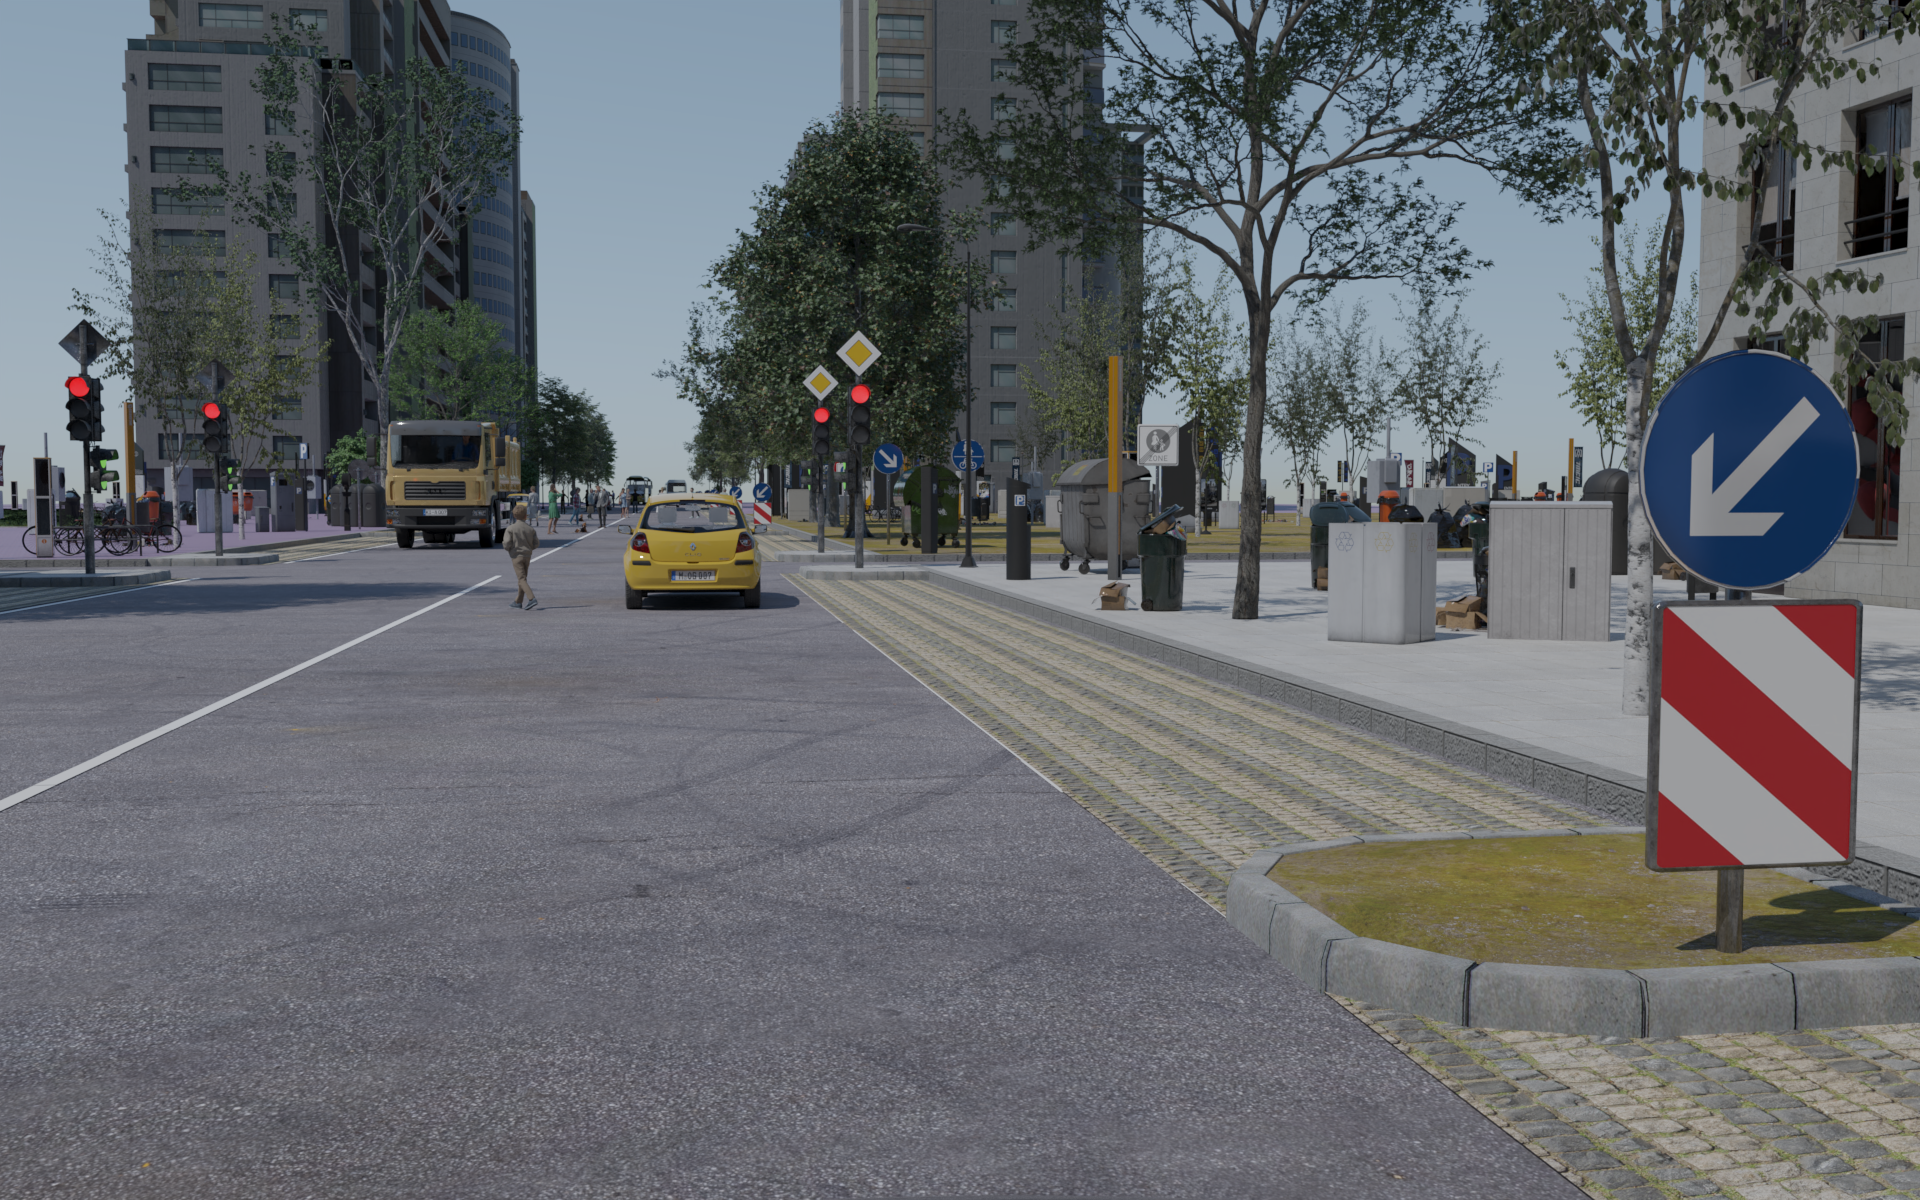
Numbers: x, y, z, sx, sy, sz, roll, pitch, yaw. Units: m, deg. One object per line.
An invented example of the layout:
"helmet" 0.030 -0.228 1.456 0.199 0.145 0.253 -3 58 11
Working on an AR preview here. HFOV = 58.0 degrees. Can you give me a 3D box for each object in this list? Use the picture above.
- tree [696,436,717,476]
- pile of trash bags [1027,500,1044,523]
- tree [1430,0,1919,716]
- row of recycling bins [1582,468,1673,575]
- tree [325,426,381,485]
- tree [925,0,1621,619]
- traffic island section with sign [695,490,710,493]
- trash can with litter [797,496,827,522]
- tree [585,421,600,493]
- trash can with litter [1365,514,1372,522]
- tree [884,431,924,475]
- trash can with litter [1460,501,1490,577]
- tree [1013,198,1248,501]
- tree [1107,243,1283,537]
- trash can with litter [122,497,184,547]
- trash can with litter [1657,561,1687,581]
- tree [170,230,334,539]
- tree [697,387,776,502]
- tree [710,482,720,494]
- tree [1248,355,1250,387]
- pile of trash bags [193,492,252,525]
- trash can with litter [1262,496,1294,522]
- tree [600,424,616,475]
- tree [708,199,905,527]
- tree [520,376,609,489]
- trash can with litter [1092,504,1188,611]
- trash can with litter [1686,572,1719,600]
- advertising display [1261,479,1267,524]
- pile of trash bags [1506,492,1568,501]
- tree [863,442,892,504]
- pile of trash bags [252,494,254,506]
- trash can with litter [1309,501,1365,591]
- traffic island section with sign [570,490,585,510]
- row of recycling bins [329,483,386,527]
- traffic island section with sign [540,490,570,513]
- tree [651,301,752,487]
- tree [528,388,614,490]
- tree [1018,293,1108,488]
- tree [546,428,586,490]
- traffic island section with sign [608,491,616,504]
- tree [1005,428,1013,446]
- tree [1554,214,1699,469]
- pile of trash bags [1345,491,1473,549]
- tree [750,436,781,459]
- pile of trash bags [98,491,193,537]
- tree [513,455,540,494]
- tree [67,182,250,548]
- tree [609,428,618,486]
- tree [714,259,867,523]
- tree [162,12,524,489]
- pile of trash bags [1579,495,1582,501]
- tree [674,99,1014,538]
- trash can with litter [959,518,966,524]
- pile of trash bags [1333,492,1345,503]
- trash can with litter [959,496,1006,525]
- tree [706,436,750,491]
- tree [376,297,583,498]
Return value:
"tree" -35.847 -20.247 256.789 9.928 11.665 9.643 0 3 0
"pile of trash bags" 3.975 -4.210 78.585 3.447 1.369 1.912 3 5 42
"tree" 3.897 -3.623 9.592 4.360 8.622 3.978 0 3 0
"row of recycling bins" 11.763 -1.255 27.634 3.534 1.692 1.069 0 3 0
"tree" -28.914 -6.119 83.765 4.285 4.588 4.351 0 3 0
"tree" 3.277 -5.085 17.559 7.601 10.594 8.767 -1 4 -13
"traffic island section with sign" -23.858 -9.447 163.086 1.989 1.847 2.006 -1 4 -9
"trash can with litter" -6.800 -4.281 81.054 2.233 1.210 1.678 -3 5 -39
"tree" -31.923 -11.891 120.167 9.928 11.665 9.643 0 3 0
"trash can with litter" 6.234 -0.934 26.654 0.624 1.170 1.055 -3 4 -39
"tree" -3.546 -9.864 111.642 4.737 8.622 4.395 0 3 0
"trash can with litter" 8.286 -0.936 26.683 1.055 1.170 0.624 -2 4 -28
"tree" 3.990 -5.583 41.653 4.360 8.622 3.978 0 3 0
"tree" 7.366 -6.195 51.657 4.737 8.622 4.395 0 3 0
"trash can with litter" -20.071 -1.967 43.225 1.678 1.210 2.233 1 4 10
"trash can with litter" 10.770 -0.872 25.639 0.624 1.170 1.055 -1 4 -20
"tree" -20.103 -6.007 48.570 4.737 8.622 4.395 0 3 0
"tree" -13.811 -11.239 118.168 8.767 10.594 7.601 0 4 -4
"tree" -34.248 -15.296 244.687 1.663 3.219 1.824 0 3 0
"tree" 13.507 -7.284 69.463 4.360 8.622 3.978 0 3 0
"pile of trash bags" -31.325 -3.769 71.382 3.447 1.369 1.912 -1 4 -11
"trash can with litter" 14.419 -4.185 79.484 1.678 1.210 2.233 -2 4 -29
"tree" -50.510 -18.975 235.993 9.928 11.665 9.643 0 3 0
"tree" -4.999 -9.825 67.294 9.857 13.997 8.962 0 3 0
"tree" -38.965 -15.250 167.460 7.486 12.596 7.792 0 3 0
"trash can with litter" 1.980 -0.468 19.046 1.055 1.170 0.624 1 4 12
"trash can with litter" 7.461 -0.349 16.761 2.233 1.210 1.678 -3 5 -44
"advertising display" 12.723 -4.200 73.885 0.974 1.923 0.123 -3 5 -42
"pile of trash bags" 24.599 -3.993 75.030 1.912 1.369 3.447 0 4 -3
"tree" -5.127 -8.886 95.644 4.360 8.622 3.978 0 3 0
"pile of trash bags" -36.257 -4.574 84.537 3.447 1.369 1.912 -3 4 -38
"trash can with litter" 5.031 -0.730 23.321 0.624 1.170 1.055 0 4 7
"traffic island section with sign" -35.776 -9.293 160.561 1.989 1.847 2.006 -1 4 -9
"row of recycling bins" -23.622 -3.717 67.889 1.069 1.692 3.534 -3 5 -45
"traffic island section with sign" -31.412 -7.660 133.865 1.989 1.847 2.006 -1 4 -9
"tree" -23.856 -19.315 171.681 12.611 20.169 13.585 0 3 0
"tree" -46.232 -18.336 206.444 9.857 13.997 8.962 0 3 0
"tree" 4.482 -6.862 62.561 4.737 8.622 4.395 0 3 0
"tree" -40.404 -13.844 176.716 4.360 8.622 3.978 0 3 0
"traffic island section with sign" -49.201 -14.309 242.577 1.989 1.847 2.006 -1 4 -9
"tree" 5.062 -9.857 111.520 4.360 8.622 3.978 0 3 0
"tree" 18.280 -5.816 45.453 4.737 8.622 4.395 0 3 0
"pile of trash bags" 11.297 -1.998 42.426 1.912 1.369 3.447 -1 4 -21
"tree" -11.572 -9.722 109.313 4.737 8.622 4.395 0 3 0
"pile of trash bags" -25.058 -2.643 52.969 1.912 1.369 3.447 -3 4 -39
"tree" -35.899 -9.662 141.688 4.285 4.588 4.351 0 3 0
"tree" -18.734 -5.546 41.043 4.360 8.622 3.978 0 3 0
"tree" -54.189 -20.770 257.709 7.486 12.596 7.792 0 3 0
"tree" -6.957 -9.749 77.525 7.486 12.596 7.792 0 3 0
"tree" -24.712 -13.102 70.112 12.611 20.169 13.585 0 3 0
"pile of trash bags" 42.517 -6.650 118.484 3.447 1.369 1.912 2 4 32
"tree" -3.073 -8.177 50.697 9.611 12.733 9.660 0 3 0
"trash can with litter" -0.184 -3.815 73.761 1.055 1.170 0.624 2 4 32
"pile of trash bags" 21.187 -5.213 94.988 1.912 1.369 3.447 1 4 16
"trash can with litter" 0.877 -3.705 71.635 2.233 1.210 1.678 3 4 39
"tree" -20.117 -12.505 154.813 4.360 8.622 3.978 0 3 0
"tree" -26.801 -10.090 90.722 9.928 11.665 9.643 0 3 0
